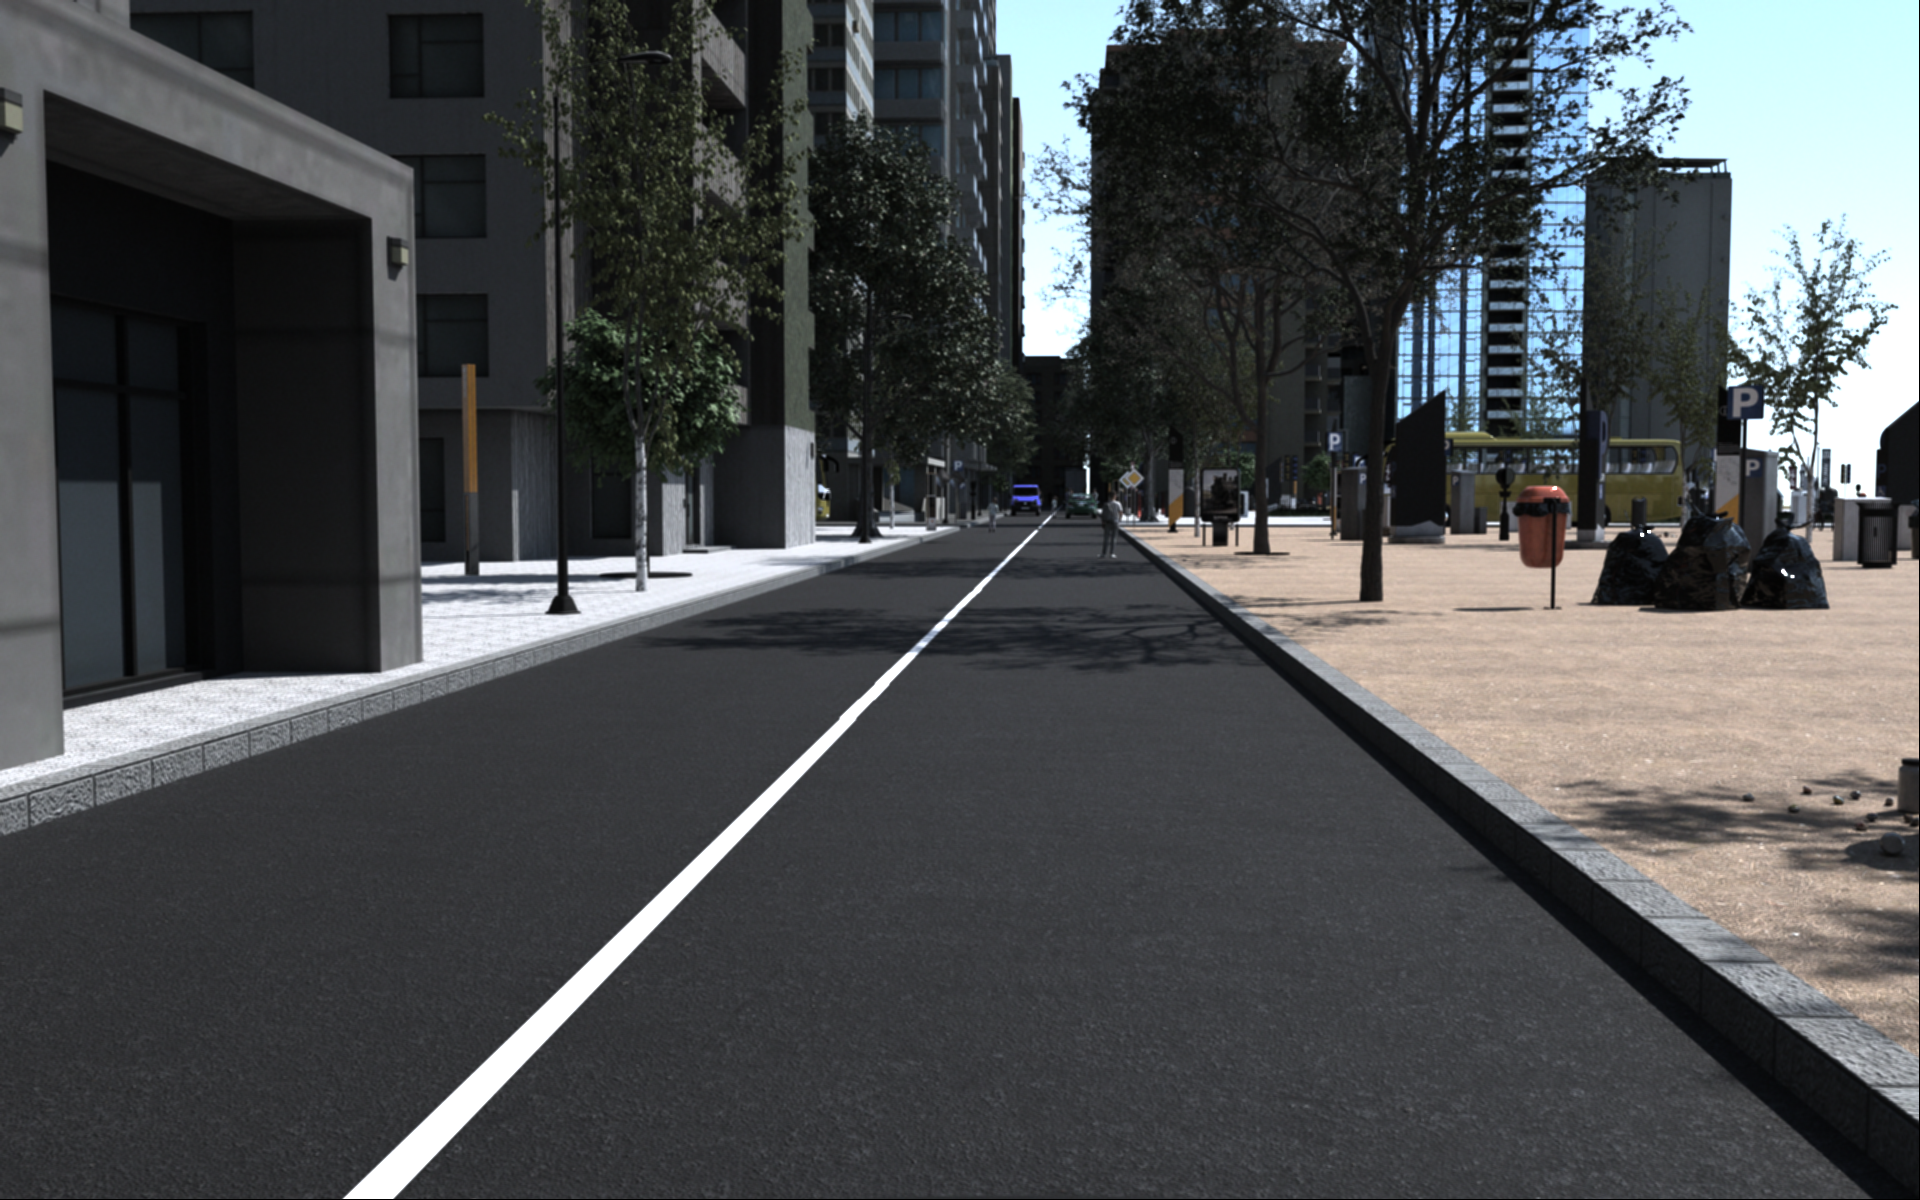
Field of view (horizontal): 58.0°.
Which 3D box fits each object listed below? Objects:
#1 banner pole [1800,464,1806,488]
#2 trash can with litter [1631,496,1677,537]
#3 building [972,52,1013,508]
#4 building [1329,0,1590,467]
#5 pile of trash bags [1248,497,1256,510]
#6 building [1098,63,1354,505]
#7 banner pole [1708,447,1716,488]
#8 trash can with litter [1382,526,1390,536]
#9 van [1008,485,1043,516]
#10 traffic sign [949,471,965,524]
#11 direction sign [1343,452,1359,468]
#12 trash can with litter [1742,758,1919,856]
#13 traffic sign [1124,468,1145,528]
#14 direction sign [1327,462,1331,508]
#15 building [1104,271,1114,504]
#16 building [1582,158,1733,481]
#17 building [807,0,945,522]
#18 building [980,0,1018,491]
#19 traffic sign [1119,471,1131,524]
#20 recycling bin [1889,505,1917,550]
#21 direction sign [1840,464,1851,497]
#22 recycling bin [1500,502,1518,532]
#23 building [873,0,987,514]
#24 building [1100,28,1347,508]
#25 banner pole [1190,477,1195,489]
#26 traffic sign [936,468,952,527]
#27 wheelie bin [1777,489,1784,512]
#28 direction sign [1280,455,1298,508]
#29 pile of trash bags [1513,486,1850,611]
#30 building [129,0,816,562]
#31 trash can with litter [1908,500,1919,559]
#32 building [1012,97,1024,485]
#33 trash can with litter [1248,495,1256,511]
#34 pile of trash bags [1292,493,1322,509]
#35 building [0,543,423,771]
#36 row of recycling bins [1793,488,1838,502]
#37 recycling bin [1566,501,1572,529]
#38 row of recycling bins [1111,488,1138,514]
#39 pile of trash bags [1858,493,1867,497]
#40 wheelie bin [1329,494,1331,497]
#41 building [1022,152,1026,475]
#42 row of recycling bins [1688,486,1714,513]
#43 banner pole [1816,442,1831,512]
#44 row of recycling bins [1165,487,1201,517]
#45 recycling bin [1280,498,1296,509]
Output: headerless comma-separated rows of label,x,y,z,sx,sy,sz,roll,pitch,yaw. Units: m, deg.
banner pole,61.629,-8.341,126.388,0.863,3.779,0.401,-1,4,-12
trash can with litter,20.659,-2.487,51.717,2.233,1.210,1.678,-1,4,-22
building,-2.508,-28.947,156.876,14.154,41.232,14.086,0,4,4
building,61.985,-54.864,209.701,31.000,86.520,22.319,0,4,4
pile of trash bags,22.844,-7.878,138.563,1.912,1.369,3.447,1,4,10
building,31.060,-37.958,209.858,28.713,52.752,27.495,0,4,4
banner pole,35.715,-5.618,81.863,0.863,3.779,0.401,-1,4,-22
trash can with litter,13.169,-2.513,52.478,0.624,1.170,1.055,-3,5,-45
van,4.351,-6.735,114.506,2.240,2.365,5.245,0,4,3
traffic sign,-0.179,-4.356,74.862,0.795,2.450,0.064,0,4,4
direction sign,20.967,-6.180,93.034,0.876,3.537,0.379,-1,4,-10
trash can with litter,3.758,0.300,6.156,1.678,1.210,2.233,1,4,22
traffic sign,6.676,-3.838,66.392,0.795,2.450,0.064,0,4,4
direction sign,26.256,-8.026,123.214,0.379,3.537,0.876,2,4,28
building,22.875,-25.600,190.265,14.160,30.474,14.107,0,4,4
building,84.816,-32.370,212.851,14.086,41.232,14.154,0,4,4
building,-17.215,-24.136,86.501,32.217,40.220,23.993,0,4,4
building,-4.579,-44.966,173.449,20.563,71.187,20.611,0,4,4
traffic sign,7.198,-4.325,74.360,0.795,2.450,0.064,0,4,4
recycling bin,21.718,-1.669,39.835,0.722,1.027,0.722,3,5,41
direction sign,66.333,-8.426,129.765,0.379,3.537,0.876,-1,4,-21
recycling bin,18.718,-2.816,58.595,0.722,1.027,0.722,0,4,2
building,-9.642,-30.664,120.971,23.786,49.044,30.456,0,4,4
building,24.832,-31.400,168.008,22.147,44.769,28.867,0,4,4
banner pole,19.287,-9.411,143.883,0.401,3.779,0.863,-2,4,-34
traffic sign,-0.702,-3.869,66.894,0.795,2.450,0.064,0,4,4
wheelie bin,47.396,-5.666,100.550,0.693,1.594,0.980,3,5,41
direction sign,19.323,-6.677,101.167,0.876,3.537,0.379,-2,4,-23
pile of trash bags,7.950,-0.613,19.783,3.447,1.369,1.912,-1,4,-11
building,-11.230,-16.288,38.008,14.160,30.474,14.107,0,4,4
trash can with litter,19.212,-1.384,34.012,0.624,1.170,1.055,-2,4,-27
building,-0.128,-33.174,192.499,14.600,45.320,14.200,0,4,4
trash can with litter,22.029,-7.329,130.880,1.678,1.210,2.233,0,4,-7
pile of trash bags,27.643,-7.808,137.406,1.912,1.369,3.447,-2,4,-33
building,-14.577,-34.798,7.207,20.563,71.187,20.611,0,4,4
row of recycling bins,54.335,-6.301,110.138,1.069,1.692,3.534,-1,4,-16
recycling bin,21.746,-3.086,63.008,0.722,1.027,0.722,-1,4,-10
row of recycling bins,10.790,-6.315,110.369,1.069,1.692,3.534,3,5,42
pile of trash bags,47.503,-5.036,92.088,3.447,1.369,1.912,1,4,12
wheelie bin,22.344,-5.788,102.534,0.980,1.594,0.693,2,4,28
building,-7.276,-36.325,213.526,30.456,49.044,23.786,0,4,4
row of recycling bins,38.110,-4.950,88.041,1.069,1.692,3.534,0,4,-4
banner pole,41.698,-5.733,83.757,0.863,3.779,0.401,0,4,-2
row of recycling bins,13.055,-5.408,95.540,3.534,1.692,1.069,-1,4,-12
recycling bin,20.608,-5.888,108.821,0.722,1.027,0.722,-3,5,-44
